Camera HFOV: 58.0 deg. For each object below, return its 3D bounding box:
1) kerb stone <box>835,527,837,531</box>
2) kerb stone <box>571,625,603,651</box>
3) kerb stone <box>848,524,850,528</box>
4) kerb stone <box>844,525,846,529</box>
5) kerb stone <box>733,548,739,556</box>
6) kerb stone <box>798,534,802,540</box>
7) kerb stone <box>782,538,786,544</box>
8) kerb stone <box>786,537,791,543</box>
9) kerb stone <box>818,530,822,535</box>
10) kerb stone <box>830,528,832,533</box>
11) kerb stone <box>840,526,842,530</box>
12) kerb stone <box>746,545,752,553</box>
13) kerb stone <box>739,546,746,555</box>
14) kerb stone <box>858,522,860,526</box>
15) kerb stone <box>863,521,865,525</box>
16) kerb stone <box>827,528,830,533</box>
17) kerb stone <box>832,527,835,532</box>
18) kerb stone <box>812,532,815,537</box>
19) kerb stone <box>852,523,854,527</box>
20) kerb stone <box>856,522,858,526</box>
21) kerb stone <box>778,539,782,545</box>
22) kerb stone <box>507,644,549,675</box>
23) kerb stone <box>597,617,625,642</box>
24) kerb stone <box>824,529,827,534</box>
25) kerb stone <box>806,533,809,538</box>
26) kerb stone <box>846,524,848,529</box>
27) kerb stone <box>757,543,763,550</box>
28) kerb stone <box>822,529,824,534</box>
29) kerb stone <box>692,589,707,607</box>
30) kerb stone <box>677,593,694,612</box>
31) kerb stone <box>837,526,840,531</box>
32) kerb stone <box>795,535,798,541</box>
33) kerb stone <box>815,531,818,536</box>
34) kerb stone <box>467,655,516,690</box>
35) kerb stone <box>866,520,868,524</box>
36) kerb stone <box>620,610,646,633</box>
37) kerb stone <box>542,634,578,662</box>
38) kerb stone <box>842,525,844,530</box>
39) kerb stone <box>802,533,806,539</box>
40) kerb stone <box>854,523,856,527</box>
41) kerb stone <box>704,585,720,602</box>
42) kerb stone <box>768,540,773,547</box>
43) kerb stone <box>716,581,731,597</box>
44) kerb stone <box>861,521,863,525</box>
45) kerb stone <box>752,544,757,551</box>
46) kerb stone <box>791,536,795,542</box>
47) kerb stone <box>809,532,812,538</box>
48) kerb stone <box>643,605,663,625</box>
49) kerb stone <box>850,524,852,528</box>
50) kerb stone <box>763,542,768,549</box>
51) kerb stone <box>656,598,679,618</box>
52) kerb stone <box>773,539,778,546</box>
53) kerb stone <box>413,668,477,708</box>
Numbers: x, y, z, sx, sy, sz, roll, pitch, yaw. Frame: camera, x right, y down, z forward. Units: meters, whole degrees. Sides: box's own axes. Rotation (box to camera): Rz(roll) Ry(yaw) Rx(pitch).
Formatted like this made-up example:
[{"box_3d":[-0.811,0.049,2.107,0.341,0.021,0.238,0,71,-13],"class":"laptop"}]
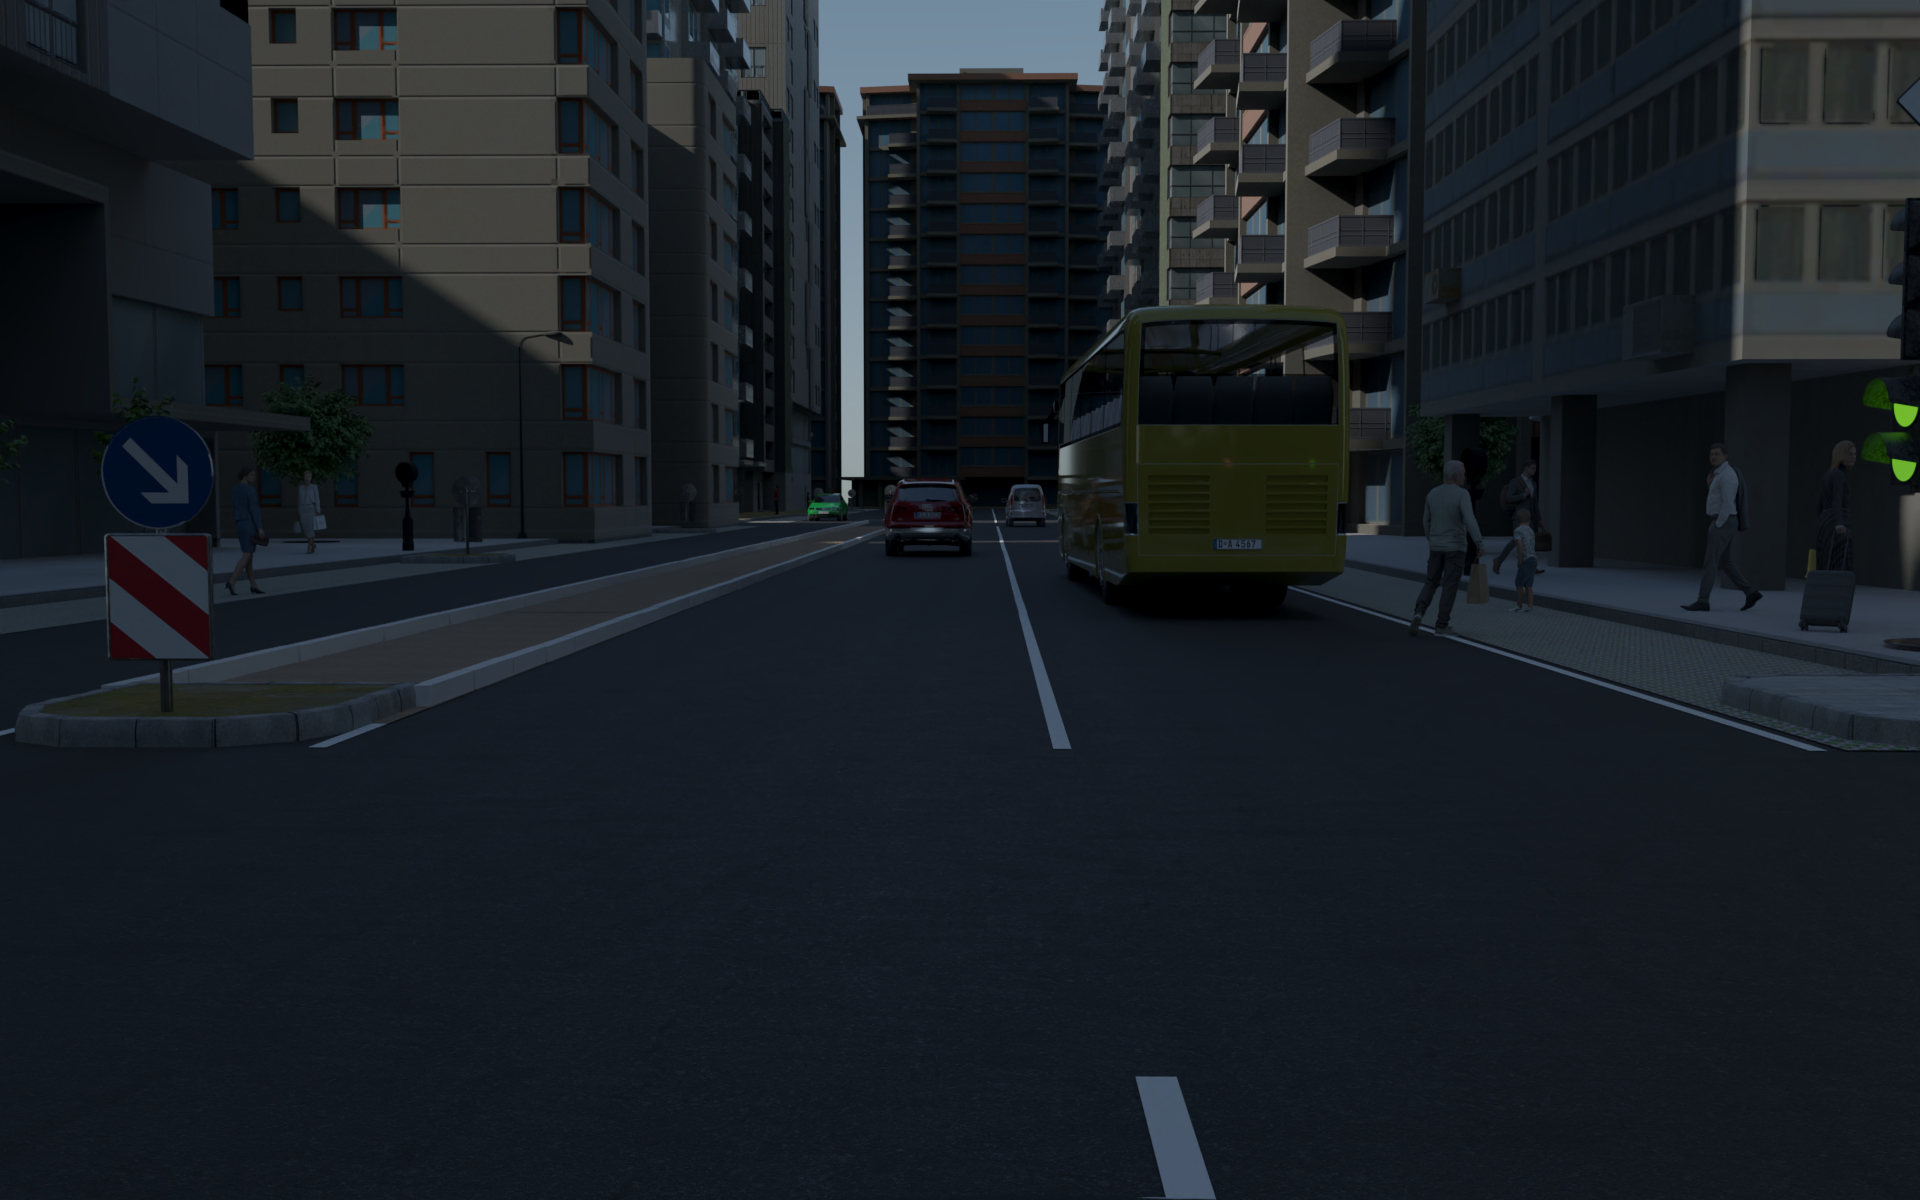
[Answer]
[{"box_3d":[-4.847,-2.645,65.441,0.120,0.150,1.000,0,4,1],"class":"kerb stone"},{"box_3d":[-3.533,0.372,16.198,0.120,0.150,1.000,0,4,1],"class":"kerb stone"},{"box_3d":[-4.745,-3.017,71.595,0.120,0.150,1.000,0,4,1],"class":"kerb stone"},{"box_3d":[-4.773,-2.895,69.533,0.120,0.150,1.000,0,4,1],"class":"kerb stone"},{"box_3d":[-5.259,-1.077,39.806,0.120,0.150,1.000,0,4,1],"class":"kerb stone"},{"box_3d":[-5.039,-1.881,53.151,0.120,0.150,1.000,0,4,1],"class":"kerb stone"},{"box_3d":[-5.107,-1.642,49.036,0.120,0.150,1.000,0,4,1],"class":"kerb stone"},{"box_3d":[-5.088,-1.704,50.061,0.120,0.150,1.000,0,4,1],"class":"kerb stone"},{"box_3d":[-4.926,-2.266,59.302,0.120,0.150,1.000,0,4,1],"class":"kerb stone"},{"box_3d":[-4.876,-2.519,63.391,0.120,0.150,1.000,0,4,1],"class":"kerb stone"},{"box_3d":[-4.807,-2.770,67.489,0.120,0.150,1.000,0,4,1],"class":"kerb stone"},{"box_3d":[-5.225,-1.203,41.861,0.120,0.150,1.000,0,4,1],"class":"kerb stone"},{"box_3d":[-5.237,-1.140,40.834,0.120,0.150,1.000,0,4,1],"class":"kerb stone"},{"box_3d":[-4.654,-3.333,76.715,0.120,0.150,1.000,0,4,1],"class":"kerb stone"},{"box_3d":[-4.602,-3.523,79.801,0.120,0.150,1.000,0,4,1],"class":"kerb stone"},{"box_3d":[-4.889,-2.457,62.369,0.120,0.150,1.000,0,4,1],"class":"kerb stone"},{"box_3d":[-4.849,-2.582,64.417,0.120,0.150,1.000,0,4,1],"class":"kerb stone"},{"box_3d":[-4.976,-2.144,57.257,0.120,0.150,1.000,0,4,1],"class":"kerb stone"},{"box_3d":[-4.714,-3.146,73.647,0.120,0.150,1.000,0,4,1],"class":"kerb stone"},{"box_3d":[-4.672,-3.262,75.693,0.120,0.150,1.000,0,4,1],"class":"kerb stone"},{"box_3d":[-5.120,-1.579,48.014,0.120,0.150,1.000,0,4,1],"class":"kerb stone"},{"box_3d":[-3.569,0.497,14.145,0.120,0.150,1.000,0,4,1],"class":"kerb stone"},{"box_3d":[-3.518,0.309,17.220,0.120,0.150,1.000,0,4,1],"class":"kerb stone"},{"box_3d":[-4.901,-2.392,61.346,0.120,0.150,1.000,0,4,1],"class":"kerb stone"},{"box_3d":[-5.002,-2.015,55.204,0.120,0.150,1.000,0,4,1],"class":"kerb stone"},{"box_3d":[-4.750,-2.959,70.568,0.120,0.150,1.000,0,4,1],"class":"kerb stone"},{"box_3d":[-5.191,-1.328,43.911,0.120,0.150,1.000,0,4,1],"class":"kerb stone"},{"box_3d":[-4.921,-2.331,60.324,0.120,0.150,1.000,0,4,1],"class":"kerb stone"},{"box_3d":[-3.434,-0.009,22.349,0.120,0.150,1.000,0,4,1],"class":"kerb stone"},{"box_3d":[-3.457,0.053,21.323,0.120,0.150,1.000,0,4,1],"class":"kerb stone"},{"box_3d":[-4.824,-2.708,66.467,0.120,0.150,1.000,0,4,1],"class":"kerb stone"},{"box_3d":[-5.056,-1.822,52.116,0.120,0.150,1.000,0,4,1],"class":"kerb stone"},{"box_3d":[-4.959,-2.207,58.279,0.120,0.150,1.000,0,4,1],"class":"kerb stone"},{"box_3d":[-3.584,0.555,13.123,0.120,0.150,1.000,0,4,1],"class":"kerb stone"},{"box_3d":[-4.577,-3.649,81.856,0.120,0.150,1.000,0,4,1],"class":"kerb stone"},{"box_3d":[-3.498,0.242,18.242,0.120,0.150,1.000,0,4,1],"class":"kerb stone"},{"box_3d":[-3.547,0.438,15.173,0.120,0.150,1.000,0,4,1],"class":"kerb stone"},{"box_3d":[-4.793,-2.830,68.511,0.120,0.150,1.000,0,4,1],"class":"kerb stone"},{"box_3d":[-5.021,-1.956,54.176,0.120,0.150,1.000,0,4,1],"class":"kerb stone"},{"box_3d":[-4.688,-3.209,74.669,0.120,0.150,1.000,0,4,1],"class":"kerb stone"},{"box_3d":[-3.417,-0.073,23.388,0.120,0.150,1.000,0,4,1],"class":"kerb stone"},{"box_3d":[-5.165,-1.454,45.964,0.120,0.150,1.000,0,4,1],"class":"kerb stone"},{"box_3d":[-3.404,-0.136,24.412,0.120,0.150,1.000,0,4,1],"class":"kerb stone"},{"box_3d":[-4.626,-3.458,78.772,0.120,0.150,1.000,0,4,1],"class":"kerb stone"},{"box_3d":[-5.205,-1.265,42.883,0.120,0.150,1.000,0,4,1],"class":"kerb stone"},{"box_3d":[-5.073,-1.767,51.093,0.120,0.150,1.000,0,4,1],"class":"kerb stone"},{"box_3d":[-4.991,-2.081,56.226,0.120,0.150,1.000,0,4,1],"class":"kerb stone"},{"box_3d":[-3.485,0.187,19.265,0.120,0.150,1.000,0,4,1],"class":"kerb stone"},{"box_3d":[-4.723,-3.078,72.617,0.120,0.150,1.000,0,4,1],"class":"kerb stone"},{"box_3d":[-5.169,-1.390,44.936,0.120,0.150,1.000,0,4,1],"class":"kerb stone"},{"box_3d":[-3.470,0.117,20.287,0.120,0.150,1.000,0,4,1],"class":"kerb stone"},{"box_3d":[-5.134,-1.516,46.989,0.120,0.150,1.000,0,4,1],"class":"kerb stone"},{"box_3d":[-3.603,0.618,12.097,0.120,0.150,1.000,0,4,1],"class":"kerb stone"}]
